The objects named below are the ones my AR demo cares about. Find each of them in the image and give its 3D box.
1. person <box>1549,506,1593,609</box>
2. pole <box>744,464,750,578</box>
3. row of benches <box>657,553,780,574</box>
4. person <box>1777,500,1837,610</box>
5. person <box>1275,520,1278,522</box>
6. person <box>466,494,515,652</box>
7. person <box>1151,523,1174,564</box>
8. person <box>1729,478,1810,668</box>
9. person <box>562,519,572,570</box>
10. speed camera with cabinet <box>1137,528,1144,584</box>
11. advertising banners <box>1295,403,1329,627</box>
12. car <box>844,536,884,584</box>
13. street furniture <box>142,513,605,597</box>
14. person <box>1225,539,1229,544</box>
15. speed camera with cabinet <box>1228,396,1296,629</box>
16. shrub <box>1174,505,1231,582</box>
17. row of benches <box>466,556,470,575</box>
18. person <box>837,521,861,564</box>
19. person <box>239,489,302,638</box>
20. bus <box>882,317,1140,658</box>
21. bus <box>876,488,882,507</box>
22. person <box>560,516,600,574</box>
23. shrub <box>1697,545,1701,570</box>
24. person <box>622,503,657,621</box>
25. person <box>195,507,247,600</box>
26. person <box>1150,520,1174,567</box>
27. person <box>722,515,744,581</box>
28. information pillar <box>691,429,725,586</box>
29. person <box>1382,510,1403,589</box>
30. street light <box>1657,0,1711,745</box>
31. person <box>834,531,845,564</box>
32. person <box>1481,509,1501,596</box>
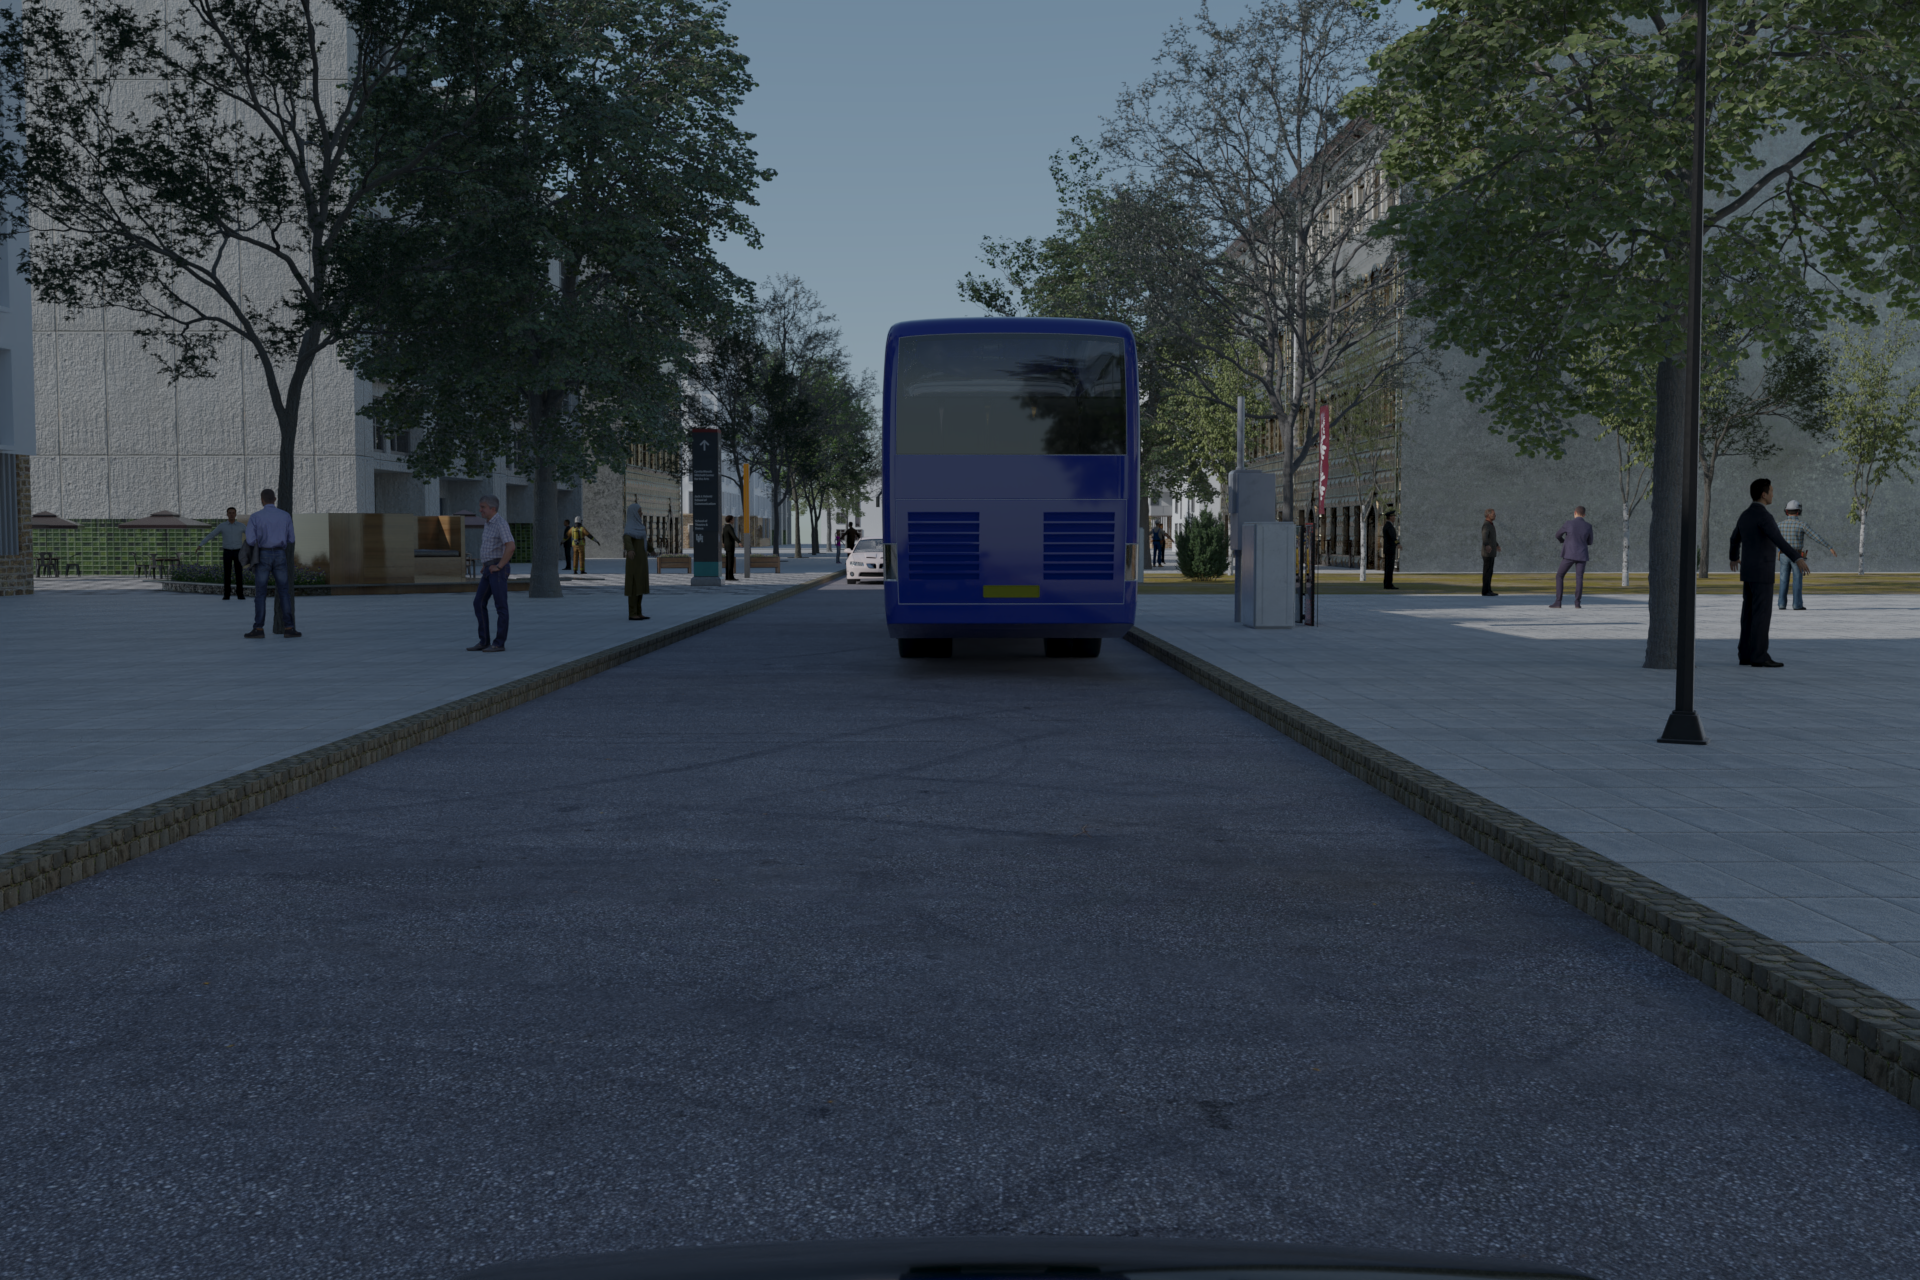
[{"bbox_3d":[10.572,-1.436,29.974,0.683,1.767,0.568,0,4,5],"label":"person"},{"bbox_3d":[-6.189,-3.453,50.294,0.158,3.312,0.155,0,3,0],"label":"pole"},{"bbox_3d":[-7.929,-2.496,56.275,4.104,0.672,1.422,-1,4,-15],"label":"row of benches"},{"bbox_3d":[14.067,-1.432,29.255,1.345,1.849,0.704,3,5,45],"label":"person"},{"bbox_3d":[5.021,-1.362,28.354,0.704,1.819,1.344,3,5,41],"label":"person"},{"bbox_3d":[-5.111,-0.724,18.826,0.436,1.711,0.756,-2,4,-27],"label":"person"},{"bbox_3d":[8.641,-4.111,73.933,1.216,1.740,0.721,-2,4,-30],"label":"person"},{"bbox_3d":[7.768,-0.657,16.789,0.704,1.823,1.345,0,4,-4],"label":"person"},{"bbox_3d":[-14.033,-3.400,61.807,0.704,1.802,1.346,0,4,-3],"label":"person"},{"bbox_3d":[4.461,-3.137,45.633,0.660,3.252,2.038,0,4,0],"label":"speed camera with cabinet"},{"bbox_3d":[4.903,-1.716,24.239,0.090,3.025,2.074,0,4,-1],"label":"advertising banners"},{"bbox_3d":[-2.342,-2.366,51.051,2.083,1.381,4.827,0,4,-1],"label":"car"},{"bbox_3d":[-14.956,-2.027,40.002,11.010,1.723,9.812,-3,5,-43],"label":"street furniture"},{"bbox_3d":[9.907,-3.333,60.758,1.348,1.796,0.705,2,4,31],"label":"person"},{"bbox_3d":[4.242,-1.834,24.325,0.660,3.252,2.038,0,4,-1],"label":"speed camera with cabinet"},{"bbox_3d":[6.596,-2.625,46.965,1.661,2.075,1.752,0,3,0],"label":"shrub"},{"bbox_3d":[-15.780,-2.348,53.854,1.422,0.672,4.104,-1,4,-9],"label":"row of benches"},{"bbox_3d":[-4.625,-4.091,73.027,0.704,1.812,1.346,3,5,44],"label":"person"},{"bbox_3d":[-8.563,-0.951,21.459,0.709,1.838,0.599,-2,4,-34],"label":"person"},{"bbox_3d":[0.419,-1.918,22.913,2.896,3.916,12.251,0,4,-1],"label":"bus"},{"bbox_3d":[-1.479,-4.501,65.139,2.896,3.916,12.251,0,4,-1],"label":"bus"},{"bbox_3d":[-12.174,-3.035,55.385,1.354,1.858,0.705,1,4,11],"label":"person"},{"bbox_3d":[22.614,-2.623,54.002,1.383,1.207,1.383,0,3,0],"label":"shrub"},{"bbox_3d":[-4.749,-1.165,25.823,0.721,1.736,1.217,0,4,6],"label":"person"},{"bbox_3d":[-14.193,-1.691,33.800,1.344,1.810,0.704,-2,4,-24],"label":"person"},{"bbox_3d":[7.704,-3.769,67.475,1.347,1.847,0.705,2,4,34],"label":"person"},{"bbox_3d":[-6.310,-2.540,47.709,0.705,1.806,1.347,-2,4,-29],"label":"person"},{"bbox_3d":[-6.256,-3.273,42.891,0.750,3.857,0.750,0,4,0],"label":"information pillar"},{"bbox_3d":[10.011,-2.097,40.227,0.705,1.837,1.347,0,4,1],"label":"person"},{"bbox_3d":[5.010,-2.322,10.513,1.470,5.913,1.316,0,4,-1],"label":"street light"},{"bbox_3d":[-5.245,-4.050,75.477,0.599,1.433,0.991,1,4,20],"label":"person"},{"bbox_3d":[10.991,-1.817,35.891,0.705,1.807,1.348,2,4,26],"label":"person"}]
